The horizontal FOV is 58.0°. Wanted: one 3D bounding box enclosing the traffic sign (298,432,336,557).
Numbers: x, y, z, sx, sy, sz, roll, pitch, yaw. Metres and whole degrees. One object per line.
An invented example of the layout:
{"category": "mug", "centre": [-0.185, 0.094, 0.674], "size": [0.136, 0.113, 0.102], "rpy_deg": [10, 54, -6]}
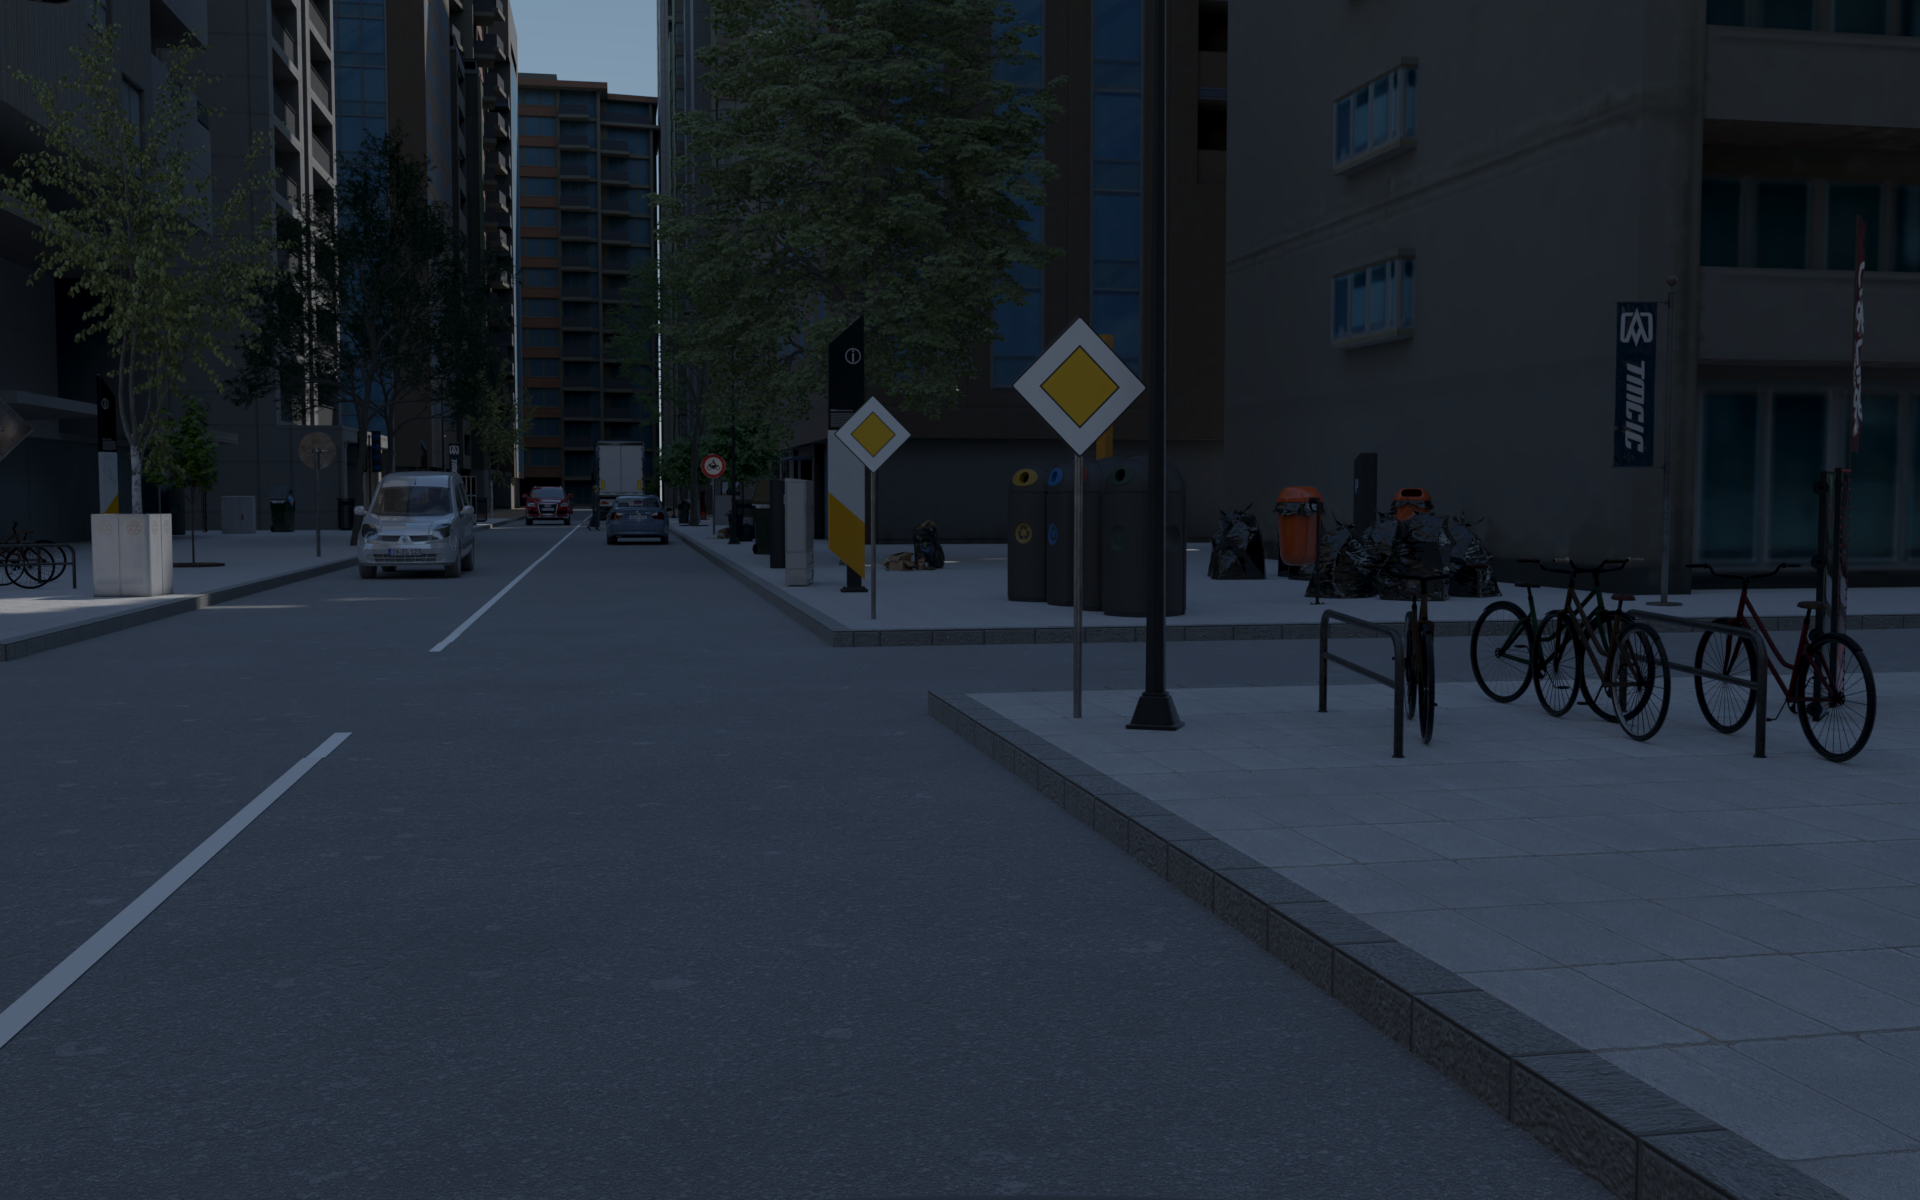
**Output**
{"category": "traffic sign", "centre": [-13.131, -2.158, 35.389], "size": [0.768, 2.556, 0.104], "rpy_deg": [0, 4, -4]}

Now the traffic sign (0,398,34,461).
{"category": "traffic sign", "centre": [-9.028, -0.762, 16.104], "size": [0.795, 2.450, 0.064], "rpy_deg": [-1, 4, -11]}

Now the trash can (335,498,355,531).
{"category": "trash can", "centre": [-21.563, -3.013, 60.918], "size": [0.748, 1.137, 0.748], "rpy_deg": [0, 3, 0]}

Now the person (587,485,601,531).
{"category": "person", "centre": [-14.317, -3.607, 67.898], "size": [0.576, 1.772, 0.534], "rpy_deg": [3, 5, 44]}

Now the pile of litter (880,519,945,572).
{"category": "pile of litter", "centre": [-0.842, -0.952, 29.531], "size": [1.176, 0.858, 1.719], "rpy_deg": [2, 4, 28]}

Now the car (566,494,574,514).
{"category": "car", "centre": [-28.463, -6.930, 123.085], "size": [2.009, 1.686, 4.222], "rpy_deg": [-1, 4, -9]}

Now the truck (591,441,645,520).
{"category": "truck", "centre": [-19.224, -6.632, 97.342], "size": [2.839, 4.237, 11.283], "rpy_deg": [-1, 4, -13]}

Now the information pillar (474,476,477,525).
{"category": "information pillar", "centre": [-20.121, -4.086, 71.300], "size": [0.304, 2.012, 0.304], "rpy_deg": [2, 4, 30]}

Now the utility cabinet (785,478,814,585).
{"category": "utility cabinet", "centre": [-2.253, -0.967, 24.484], "size": [0.318, 1.500, 1.173], "rpy_deg": [0, 3, 0]}

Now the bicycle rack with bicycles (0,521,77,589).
{"category": "bicycle rack with bicycles", "centre": [-13.463, -0.621, 23.543], "size": [2.925, 0.926, 2.852], "rpy_deg": [-3, 5, -40]}

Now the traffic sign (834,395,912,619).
{"category": "traffic sign", "centre": [-0.890, -0.860, 17.698], "size": [0.795, 2.450, 0.064], "rpy_deg": [-1, 4, -11]}

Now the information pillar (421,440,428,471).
{"category": "information pillar", "centre": [-23.313, -5.140, 75.397], "size": [0.183, 3.616, 0.504], "rpy_deg": [-3, 5, -42]}

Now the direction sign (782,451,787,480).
{"category": "direction sign", "centre": [-6.436, -4.375, 63.521], "size": [0.379, 3.537, 0.876], "rpy_deg": [0, 4, 3]}

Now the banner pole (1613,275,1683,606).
{"category": "banner pole", "centre": [7.895, -1.826, 19.875], "size": [0.863, 3.779, 0.401], "rpy_deg": [0, 4, 0]}

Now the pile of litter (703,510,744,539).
{"category": "pile of litter", "centre": [-6.502, -2.196, 49.871], "size": [1.719, 0.858, 1.176], "rpy_deg": [1, 4, 9]}

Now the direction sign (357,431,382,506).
{"category": "direction sign", "centre": [-21.160, -4.288, 62.109], "size": [0.876, 3.537, 0.379], "rpy_deg": [0, 4, 7]}

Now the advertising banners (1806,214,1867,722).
{"category": "advertising banners", "centre": [5.333, -0.874, 10.471], "size": [0.090, 3.025, 2.074], "rpy_deg": [2, 4, 32]}

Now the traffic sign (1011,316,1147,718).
{"category": "traffic sign", "centre": [0.671, -0.381, 9.867], "size": [0.795, 2.450, 0.064], "rpy_deg": [-1, 4, -11]}

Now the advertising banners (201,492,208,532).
{"category": "advertising banners", "centre": [-25.641, -3.820, 58.639], "size": [0.090, 3.025, 2.074], "rpy_deg": [-2, 4, -28]}

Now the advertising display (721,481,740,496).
{"category": "advertising display", "centre": [-11.149, -4.825, 84.110], "size": [0.974, 1.923, 0.123], "rpy_deg": [-2, 4, -31]}

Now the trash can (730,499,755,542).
{"category": "trash can", "centre": [-5.841, -2.154, 46.877], "size": [0.748, 1.137, 0.748], "rpy_deg": [0, 3, 0]}

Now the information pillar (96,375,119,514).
{"category": "information pillar", "centre": [-16.851, -2.623, 34.241], "size": [0.183, 3.616, 0.504], "rpy_deg": [0, 4, 8]}

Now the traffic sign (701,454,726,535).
{"category": "traffic sign", "centre": [-7.800, -3.348, 54.846], "size": [0.768, 2.556, 0.104], "rpy_deg": [0, 4, -5]}

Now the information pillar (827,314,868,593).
{"category": "information pillar", "centre": [-1.464, -1.906, 22.520], "size": [0.504, 3.616, 0.183], "rpy_deg": [-1, 4, -12]}

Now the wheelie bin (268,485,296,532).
{"category": "wheelie bin", "centre": [-22.804, -3.081, 58.279], "size": [0.980, 1.594, 0.693], "rpy_deg": [1, 4, 8]}

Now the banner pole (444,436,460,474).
{"category": "banner pole", "centre": [-21.834, -5.153, 74.270], "size": [0.863, 3.779, 0.401], "rpy_deg": [-1, 4, -17]}

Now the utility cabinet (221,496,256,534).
{"category": "utility cabinet", "centre": [-23.245, -2.729, 55.788], "size": [1.020, 1.237, 0.306], "rpy_deg": [0, 4, 3]}

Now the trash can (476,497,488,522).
{"category": "trash can", "centre": [-21.923, -4.128, 79.148], "size": [0.748, 1.137, 0.748], "rpy_deg": [0, 3, 0]}

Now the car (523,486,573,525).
{"category": "car", "centre": [-19.286, -4.429, 81.079], "size": [2.281, 1.827, 5.304], "rpy_deg": [-1, 4, -13]}

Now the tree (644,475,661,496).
{"category": "tree", "centre": [-28.370, -10.199, 161.350], "size": [1.663, 3.219, 1.824], "rpy_deg": [0, 3, 0]}

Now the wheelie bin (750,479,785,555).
{"category": "wheelie bin", "centre": [-4.028, -1.772, 36.886], "size": [0.980, 1.594, 0.693], "rpy_deg": [2, 4, 25]}

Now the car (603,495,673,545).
{"category": "car", "centre": [-9.352, -2.344, 50.333], "size": [2.014, 1.417, 4.499], "rpy_deg": [-1, 4, -10]}

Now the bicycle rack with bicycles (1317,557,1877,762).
{"category": "bicycle rack with bicycles", "centre": [3.149, 0.241, 9.445], "size": [2.852, 0.926, 2.925], "rpy_deg": [0, 4, 1]}

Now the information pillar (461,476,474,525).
{"category": "information pillar", "centre": [-20.136, -4.042, 70.572], "size": [0.304, 2.012, 0.304], "rpy_deg": [1, 4, 18]}

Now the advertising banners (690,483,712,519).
{"category": "advertising banners", "centre": [-13.265, -5.698, 89.356], "size": [2.074, 3.025, 0.090], "rpy_deg": [3, 5, 44]}

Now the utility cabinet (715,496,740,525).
{"category": "utility cabinet", "centre": [-9.664, -3.720, 71.976], "size": [1.020, 1.237, 0.306], "rpy_deg": [1, 4, 12]}
